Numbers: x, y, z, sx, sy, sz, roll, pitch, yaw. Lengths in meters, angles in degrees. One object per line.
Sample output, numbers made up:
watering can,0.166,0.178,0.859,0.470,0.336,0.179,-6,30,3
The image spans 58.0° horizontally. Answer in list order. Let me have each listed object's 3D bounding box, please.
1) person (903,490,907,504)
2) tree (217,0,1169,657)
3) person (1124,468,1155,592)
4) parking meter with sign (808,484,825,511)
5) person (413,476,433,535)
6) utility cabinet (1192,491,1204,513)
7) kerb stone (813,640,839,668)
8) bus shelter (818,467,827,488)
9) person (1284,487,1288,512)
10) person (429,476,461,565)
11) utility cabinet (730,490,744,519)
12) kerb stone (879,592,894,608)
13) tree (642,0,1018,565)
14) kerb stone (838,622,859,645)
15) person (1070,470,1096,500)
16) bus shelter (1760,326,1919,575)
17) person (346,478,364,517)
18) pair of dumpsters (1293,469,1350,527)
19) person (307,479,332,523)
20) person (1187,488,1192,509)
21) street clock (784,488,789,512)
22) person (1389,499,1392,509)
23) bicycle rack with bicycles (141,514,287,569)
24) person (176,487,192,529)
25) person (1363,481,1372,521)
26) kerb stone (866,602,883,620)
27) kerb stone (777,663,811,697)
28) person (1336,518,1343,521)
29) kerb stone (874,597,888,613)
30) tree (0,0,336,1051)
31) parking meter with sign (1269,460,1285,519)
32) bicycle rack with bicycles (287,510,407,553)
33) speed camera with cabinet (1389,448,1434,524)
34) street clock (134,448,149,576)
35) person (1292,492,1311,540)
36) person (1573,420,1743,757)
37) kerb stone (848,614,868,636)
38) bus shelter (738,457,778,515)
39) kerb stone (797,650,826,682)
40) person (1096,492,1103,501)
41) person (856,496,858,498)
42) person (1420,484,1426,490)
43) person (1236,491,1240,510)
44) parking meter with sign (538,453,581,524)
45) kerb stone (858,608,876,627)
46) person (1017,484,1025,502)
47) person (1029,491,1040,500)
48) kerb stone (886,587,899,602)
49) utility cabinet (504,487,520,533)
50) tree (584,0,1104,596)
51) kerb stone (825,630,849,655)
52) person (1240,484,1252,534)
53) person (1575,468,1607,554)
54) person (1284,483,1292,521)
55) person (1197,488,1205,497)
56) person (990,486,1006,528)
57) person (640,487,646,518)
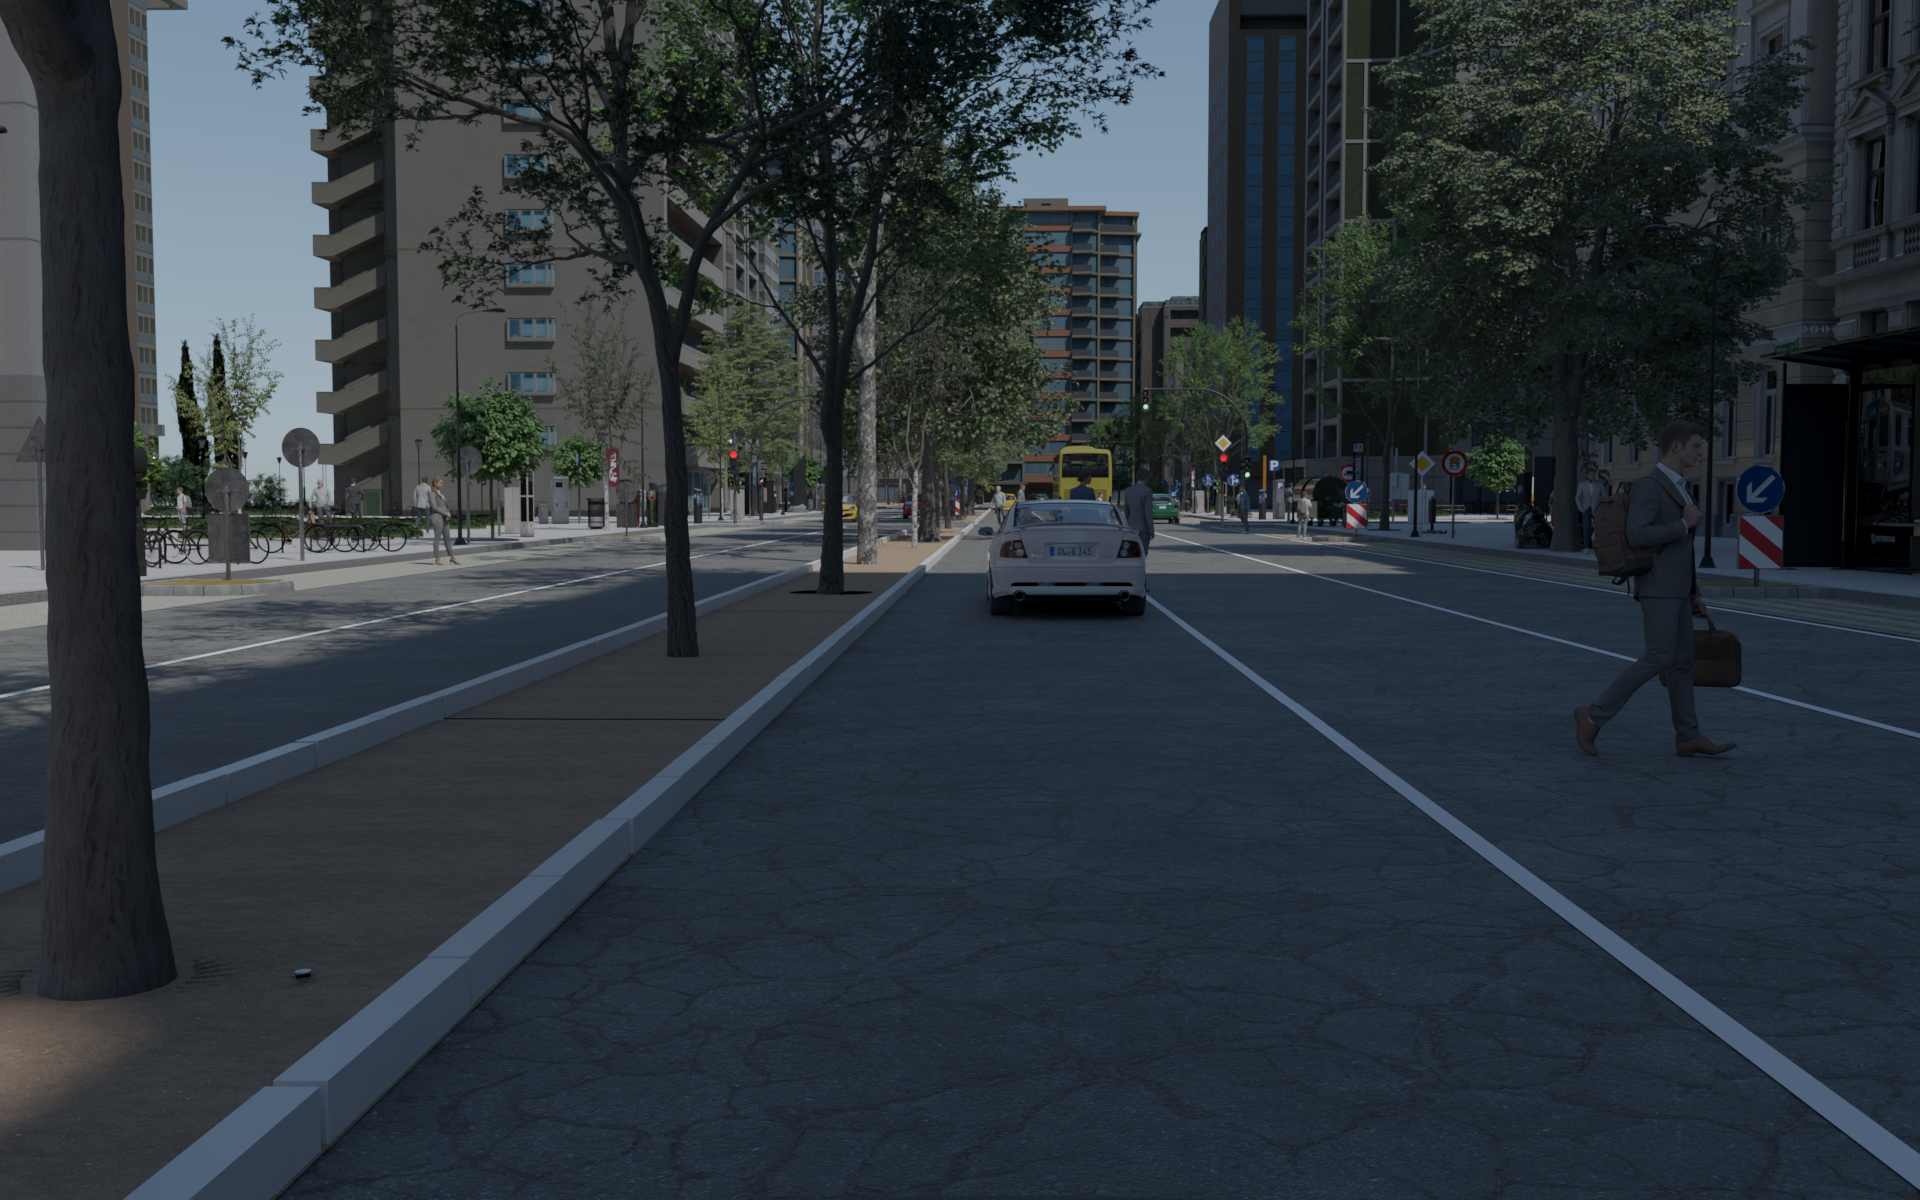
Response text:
person,-7.599,-13.984,234.812,0.705,1.807,1.348,2,4,34
tree,-2.402,-4.793,15.238,8.767,10.594,7.601,0,4,2
person,2.628,-1.026,25.397,0.853,1.813,0.709,-3,5,-44
parking meter with sign,-10.559,-8.180,130.004,1.738,3.016,0.543,-1,4,-20
person,-16.714,-2.936,53.897,0.661,1.843,0.795,1,4,12
utility cabinet,15.784,-6.486,114.727,0.318,1.500,1.173,2,4,35
kerb stone,-1.145,0.470,14.523,0.120,0.150,1.000,0,4,2
bus shelter,-10.561,-9.300,143.336,1.731,3.624,6.357,0,4,1
person,22.795,-7.029,121.210,0.600,1.795,0.529,-1,4,-18
person,-10.322,-1.586,34.708,0.573,1.790,0.520,-1,4,-8
utility cabinet,-11.171,-4.774,86.738,0.318,1.500,1.173,1,4,15
kerb stone,-0.950,0.030,21.702,0.120,0.150,1.000,0,4,2
tree,-3.076,-10.830,35.419,12.611,20.169,13.585,0,3,0
kerb stone,-1.097,0.347,16.579,0.120,0.150,1.000,0,4,2
person,2.005,-1.220,28.478,0.581,1.822,0.654,3,5,44
bus shelter,14.291,-2.142,26.297,1.731,3.624,6.357,0,4,2
person,-24.030,-3.875,68.768,0.648,1.900,0.474,-3,5,-39
pair of dumpsters,14.486,-4.092,69.394,1.574,2.255,4.437,0,4,1
person,-20.751,-3.032,56.110,0.782,1.767,0.515,-1,4,-16
person,20.087,-8.898,151.375,0.795,1.843,0.661,2,4,31
street clock,-12.289,-7.194,122.195,0.471,2.002,0.358,2,4,31
person,25.877,-6.025,104.655,0.850,1.850,0.679,0,4,7
bicycle rack with bicycles,-14.359,-1.086,31.143,2.925,0.926,2.852,2,4,23
person,-25.949,-3.008,57.818,0.503,1.515,0.523,0,4,4
person,19.080,-4.676,81.852,0.648,1.900,0.474,-2,4,-29
kerb stone,-1.002,0.156,19.644,0.120,0.150,1.000,0,4,2
kerb stone,-1.211,0.595,12.477,0.120,0.150,1.000,0,4,2
person,17.696,-4.591,81.590,0.515,1.767,0.782,-2,4,-33
kerb stone,-0.979,0.099,20.672,0.120,0.150,1.000,0,4,2
tree,-2.452,-5.606,4.480,12.009,13.543,11.850,0,3,0
parking meter with sign,16.189,-5.621,88.162,0.543,3.016,1.738,0,4,-5
bicycle rack with bicycles,-13.734,-1.534,38.467,2.925,0.926,2.852,0,3,0
speed camera with cabinet,19.350,-4.885,74.213,0.660,3.252,2.038,-2,4,-35
street clock,-12.819,-1.371,26.979,0.358,2.002,0.471,-3,5,-41
person,10.722,-2.640,54.265,0.503,1.515,0.523,-2,4,-28
person,3.827,-0.062,9.477,0.822,1.834,0.622,2,4,28
kerb stone,-1.058,0.281,17.600,0.120,0.150,1.000,0,4,2
bus shelter,-12.587,-7.174,108.581,1.731,3.624,6.357,0,4,1
kerb stone,-1.174,0.533,13.498,0.120,0.150,1.000,0,4,2
person,5.609,-3.595,69.869,0.503,1.515,0.523,3,5,42
person,-13.121,-13.160,222.130,0.541,1.710,0.530,-1,4,-17
person,24.211,-5.163,90.436,0.794,1.824,0.713,0,4,3
person,20.231,-7.147,125.492,0.503,1.515,0.523,1,4,9
parking meter with sign,-17.081,-4.745,73.840,1.738,3.016,0.543,-2,4,-25
kerb stone,-1.034,0.219,18.622,0.120,0.150,1.000,0,4,2
person,2.393,-3.606,67.574,0.853,1.813,0.709,0,4,-1
person,8.437,-11.495,196.458,1.348,1.823,0.705,-1,4,-13
kerb stone,-0.921,-0.032,22.724,0.120,0.150,1.000,0,4,2
utility cabinet,-14.410,-2.896,56.035,0.318,1.500,1.173,0,4,5
tree,-1.731,-5.876,24.290,9.928,11.665,9.643,0,3,0
kerb stone,-1.121,0.408,15.549,0.120,0.150,1.000,0,4,2
person,10.312,-3.280,62.467,0.444,1.785,0.601,0,4,8
person,13.612,-1.924,37.346,0.661,1.843,0.795,2,4,24
person,15.666,-4.649,82.238,0.473,1.802,0.592,-1,4,-11
person,22.200,-9.484,161.121,1.348,1.822,0.705,3,4,37
person,1.619,-3.975,73.980,0.782,1.767,0.515,1,4,23
person,-17.316,-5.390,94.377,0.606,1.804,0.583,-1,4,-23
